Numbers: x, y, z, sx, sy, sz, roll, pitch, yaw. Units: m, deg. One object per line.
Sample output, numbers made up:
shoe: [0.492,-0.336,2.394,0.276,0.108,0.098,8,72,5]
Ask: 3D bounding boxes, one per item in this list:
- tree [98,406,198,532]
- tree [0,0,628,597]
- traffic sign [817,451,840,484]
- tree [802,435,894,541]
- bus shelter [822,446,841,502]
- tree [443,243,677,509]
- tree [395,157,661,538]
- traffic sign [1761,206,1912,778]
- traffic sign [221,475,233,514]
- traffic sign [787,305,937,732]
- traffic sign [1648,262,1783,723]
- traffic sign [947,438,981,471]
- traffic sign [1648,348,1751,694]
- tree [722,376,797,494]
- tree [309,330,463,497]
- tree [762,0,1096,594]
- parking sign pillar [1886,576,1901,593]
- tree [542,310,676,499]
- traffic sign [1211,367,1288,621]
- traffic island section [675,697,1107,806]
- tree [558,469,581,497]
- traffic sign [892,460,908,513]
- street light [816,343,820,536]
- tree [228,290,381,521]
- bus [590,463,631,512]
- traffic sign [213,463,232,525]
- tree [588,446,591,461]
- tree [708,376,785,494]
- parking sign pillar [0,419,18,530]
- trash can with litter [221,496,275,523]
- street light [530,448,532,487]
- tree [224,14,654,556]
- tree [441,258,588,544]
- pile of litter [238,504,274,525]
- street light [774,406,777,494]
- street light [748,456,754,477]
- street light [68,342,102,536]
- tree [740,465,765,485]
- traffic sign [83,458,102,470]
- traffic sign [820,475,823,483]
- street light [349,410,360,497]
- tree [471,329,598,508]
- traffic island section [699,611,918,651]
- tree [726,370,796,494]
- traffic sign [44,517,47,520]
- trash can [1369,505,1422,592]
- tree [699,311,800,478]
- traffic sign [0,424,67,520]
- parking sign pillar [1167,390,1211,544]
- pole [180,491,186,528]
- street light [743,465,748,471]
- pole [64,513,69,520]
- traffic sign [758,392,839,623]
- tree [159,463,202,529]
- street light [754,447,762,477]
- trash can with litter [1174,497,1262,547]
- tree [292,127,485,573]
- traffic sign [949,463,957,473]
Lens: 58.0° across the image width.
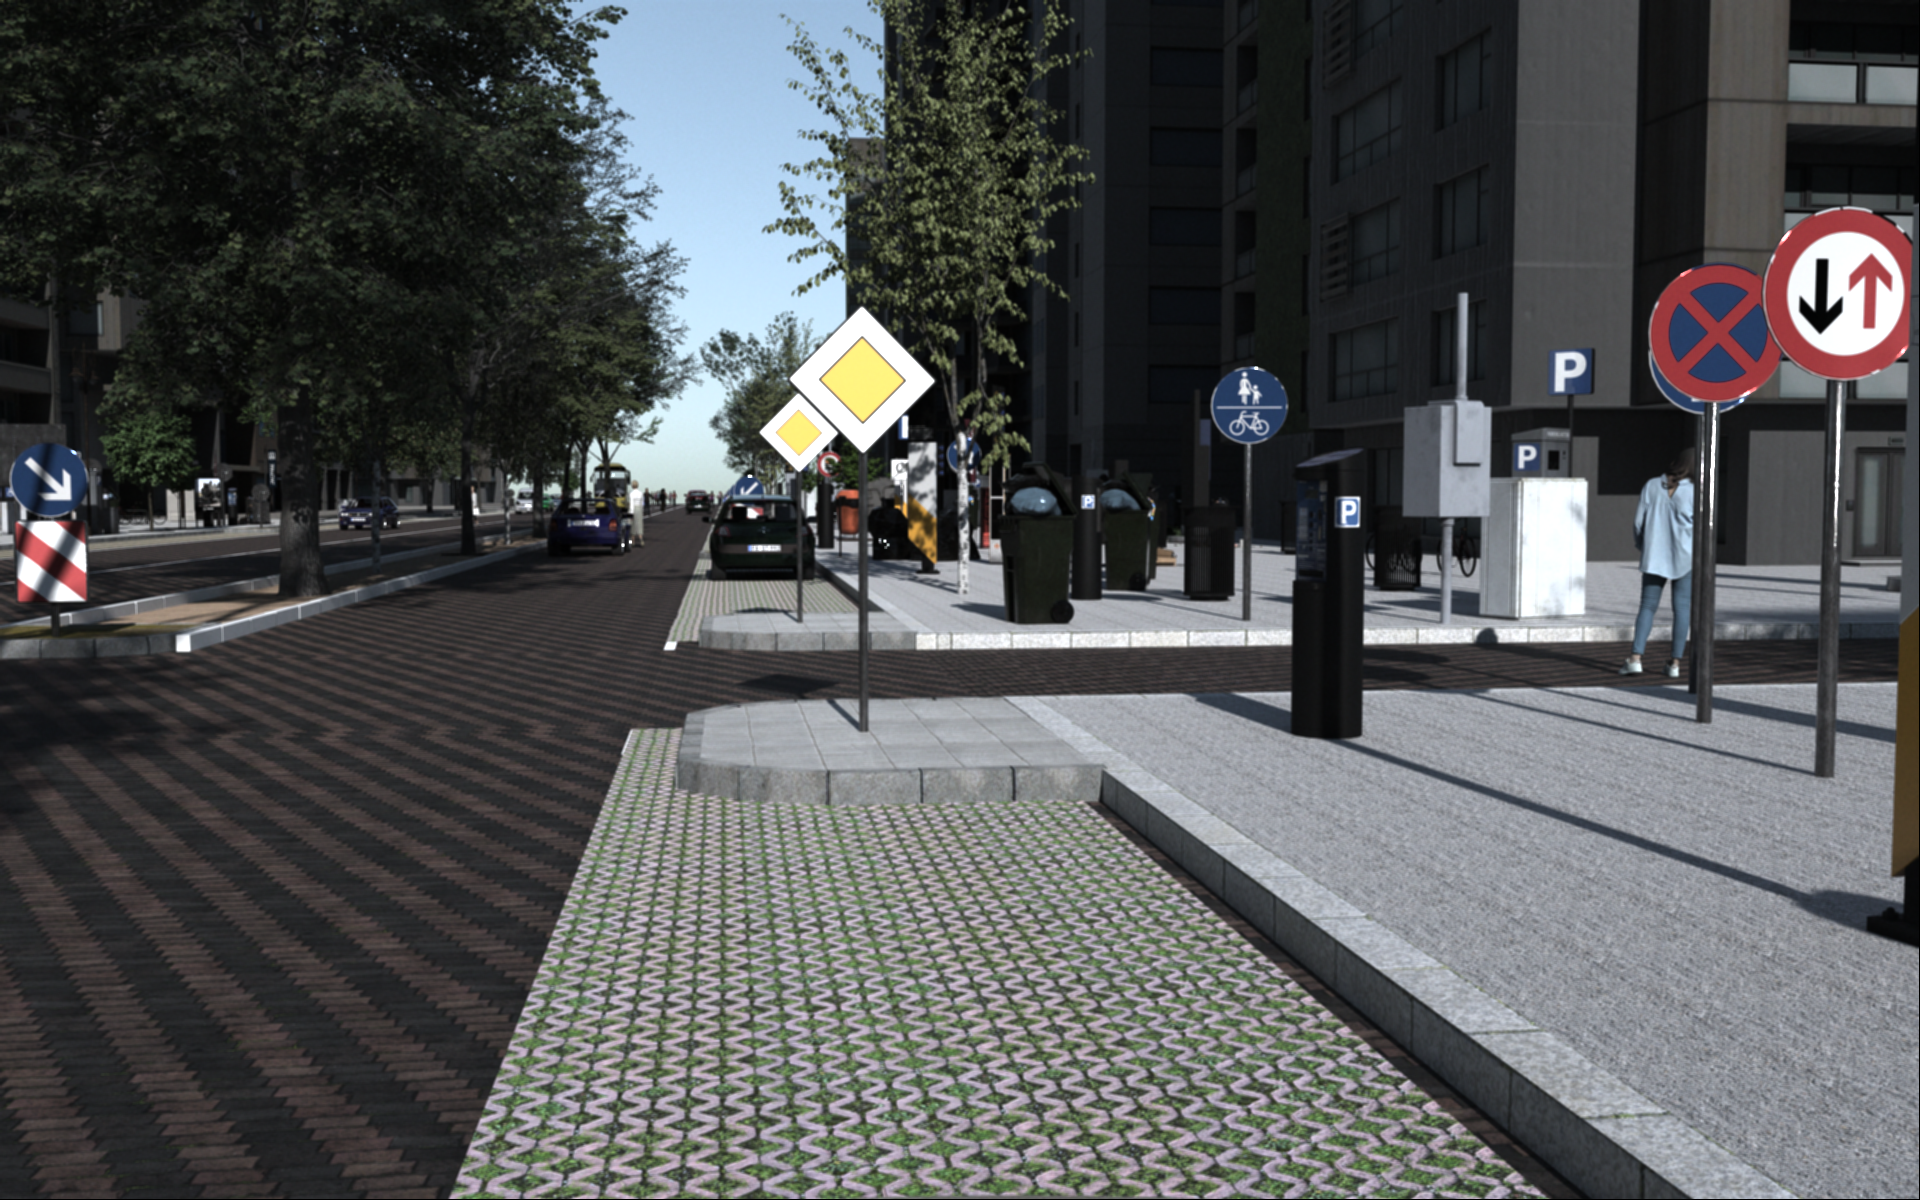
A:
tree: [-27.582,-4.608,59.055,4.285,4.588,4.351,0,3,0]
tree: [-9.198,-7.016,23.830,9.857,13.997,8.962,0,3,0]
traffic sign: [-3.889,-3.165,51.851,0.768,2.556,0.104,0,4,-4]
tree: [-3.030,-3.245,47.663,1.663,3.219,1.824,0,3,0]
bus shelter: [-6.206,-5.844,86.838,1.731,3.624,6.357,0,4,-8]
tree: [-14.653,-7.759,63.725,8.767,10.594,7.601,0,4,-8]
tree: [-13.553,-8.261,55.646,7.486,12.596,7.792,0,3,0]
traffic sign: [3.927,-0.470,7.789,0.768,2.556,0.104,0,4,-5]
traffic sign: [-30.540,-4.323,71.864,0.795,2.450,0.064,0,4,-5]
traffic sign: [-0.523,-0.346,9.292,0.795,2.450,0.064,0,4,-8]
traffic sign: [4.176,-0.583,9.644,0.768,2.556,0.104,0,4,0]
traffic sign: [0.090,-2.391,39.206,0.768,2.556,0.104,0,4,-1]
traffic sign: [4.735,-0.671,11.076,0.768,2.556,0.104,0,4,-3]
tree: [-17.056,-13.988,154.454,9.928,11.665,9.643,0,3,0]
tree: [-33.048,-11.137,99.094,9.611,12.733,9.660,0,3,0]
tree: [-0.123,-4.373,21.853,4.737,8.622,4.395,0,3,0]
parking sign pillar: [12.937,-2.084,22.541,1.447,3.967,1.447,1,4,9]
tree: [-17.575,-9.632,85.693,9.928,11.665,9.643,0,3,0]
traffic sign: [2.906,-1.063,17.489,0.768,2.556,0.104,0,4,2]
traffic island section: [-0.500,0.790,9.372,2.009,0.180,2.903,0,4,-8]
tree: [-48.691,-14.184,215.625,4.285,4.588,4.351,0,3,0]
traffic sign: [-1.733,-3.007,51.298,0.606,2.300,0.079,0,3,0]
street light: [-4.359,-4.921,53.246,0.468,5.910,1.993,0,4,-8]
tree: [-30.811,-9.529,81.562,9.928,11.665,9.643,0,3,0]
bus: [-27.894,-9.023,139.077,2.896,3.916,12.252,-1,4,-9]
traffic sign: [-30.081,-4.316,70.677,0.768,2.556,0.104,0,4,-5]
tree: [-50.700,-16.986,228.088,4.360,8.622,3.978,0,3,0]
tree: [-15.258,-12.344,136.233,8.767,10.594,7.601,-3,4,-36]
parking sign pillar: [-33.976,-4.476,61.655,1.447,3.967,1.447,-3,5,-42]
trash can with litter: [-32.034,-4.072,77.642,2.233,1.210,1.678,1,4,18]
street light: [-42.869,-12.244,172.975,0.468,5.910,1.993,0,4,-8]
tree: [-11.477,-7.776,39.963,12.009,13.543,11.850,0,3,0]
tree: [-12.740,-5.849,48.447,4.360,8.622,3.978,0,3,0]
pile of litter: [-29.803,-3.601,72.834,1.719,0.858,1.176,-1,4,-13]
street light: [-9.700,-7.238,91.122,0.468,5.910,1.993,0,4,-8]
street light: [-19.949,-11.902,167.378,0.468,5.910,1.993,0,4,-8]
street light: [-26.530,-4.883,52.622,0.468,5.910,1.993,0,4,-8]
tree: [-22.820,-12.641,190.389,4.285,4.588,4.351,0,3,0]
traffic sign: [-31.082,-3.783,61.955,0.768,2.556,0.104,0,4,-7]
traffic sign: [-7.099,-5.581,91.348,0.768,2.556,0.104,0,4,-1]
street light: [-31.730,-7.229,90.980,0.468,5.910,1.993,0,4,-8]
tree: [-41.811,-18.542,159.057,12.611,20.169,13.585,0,3,0]
traffic island section: [-1.576,0.306,17.285,2.009,0.180,2.903,0,4,-8]
tree: [-11.388,-9.593,107.207,4.360,8.622,3.978,0,3,0]
traffic sign: [-27.477,-3.174,51.999,0.768,2.556,0.104,0,4,-1]
trash can: [5.801,-0.691,22.951,0.748,1.137,0.748,0,3,0]
tree: [-19.591,-19.700,177.991,12.611,20.169,13.585,0,3,0]
traffic sign: [-27.083,-3.448,50.242,2.265,3.308,0.079,0,4,-5]
parking sign pillar: [6.171,-3.483,45.418,1.447,3.967,1.447,0,4,-7]
pole: [-29.061,-4.333,64.693,0.158,3.312,0.155,0,3,0]
street light: [-25.814,-14.566,210.934,0.468,5.910,1.993,0,4,-8]
pole: [-44.768,-5.676,86.640,0.158,3.312,0.155,0,3,0]
traffic sign: [-1.598,-0.829,17.204,0.795,2.450,0.064,0,4,-8]
tree: [-28.387,-4.190,63.115,1.663,3.219,1.824,0,3,0]
street light: [-14.912,-9.582,129.461,0.468,5.910,1.993,0,4,-8]
trash can with litter: [6.172,-1.907,42.237,1.678,1.210,2.233,-2,4,-34]
tree: [-10.609,-4.797,31.252,4.737,8.622,4.395,0,3,0]
traffic sign: [0.084,-2.769,45.386,0.768,2.556,0.104,0,4,2]
